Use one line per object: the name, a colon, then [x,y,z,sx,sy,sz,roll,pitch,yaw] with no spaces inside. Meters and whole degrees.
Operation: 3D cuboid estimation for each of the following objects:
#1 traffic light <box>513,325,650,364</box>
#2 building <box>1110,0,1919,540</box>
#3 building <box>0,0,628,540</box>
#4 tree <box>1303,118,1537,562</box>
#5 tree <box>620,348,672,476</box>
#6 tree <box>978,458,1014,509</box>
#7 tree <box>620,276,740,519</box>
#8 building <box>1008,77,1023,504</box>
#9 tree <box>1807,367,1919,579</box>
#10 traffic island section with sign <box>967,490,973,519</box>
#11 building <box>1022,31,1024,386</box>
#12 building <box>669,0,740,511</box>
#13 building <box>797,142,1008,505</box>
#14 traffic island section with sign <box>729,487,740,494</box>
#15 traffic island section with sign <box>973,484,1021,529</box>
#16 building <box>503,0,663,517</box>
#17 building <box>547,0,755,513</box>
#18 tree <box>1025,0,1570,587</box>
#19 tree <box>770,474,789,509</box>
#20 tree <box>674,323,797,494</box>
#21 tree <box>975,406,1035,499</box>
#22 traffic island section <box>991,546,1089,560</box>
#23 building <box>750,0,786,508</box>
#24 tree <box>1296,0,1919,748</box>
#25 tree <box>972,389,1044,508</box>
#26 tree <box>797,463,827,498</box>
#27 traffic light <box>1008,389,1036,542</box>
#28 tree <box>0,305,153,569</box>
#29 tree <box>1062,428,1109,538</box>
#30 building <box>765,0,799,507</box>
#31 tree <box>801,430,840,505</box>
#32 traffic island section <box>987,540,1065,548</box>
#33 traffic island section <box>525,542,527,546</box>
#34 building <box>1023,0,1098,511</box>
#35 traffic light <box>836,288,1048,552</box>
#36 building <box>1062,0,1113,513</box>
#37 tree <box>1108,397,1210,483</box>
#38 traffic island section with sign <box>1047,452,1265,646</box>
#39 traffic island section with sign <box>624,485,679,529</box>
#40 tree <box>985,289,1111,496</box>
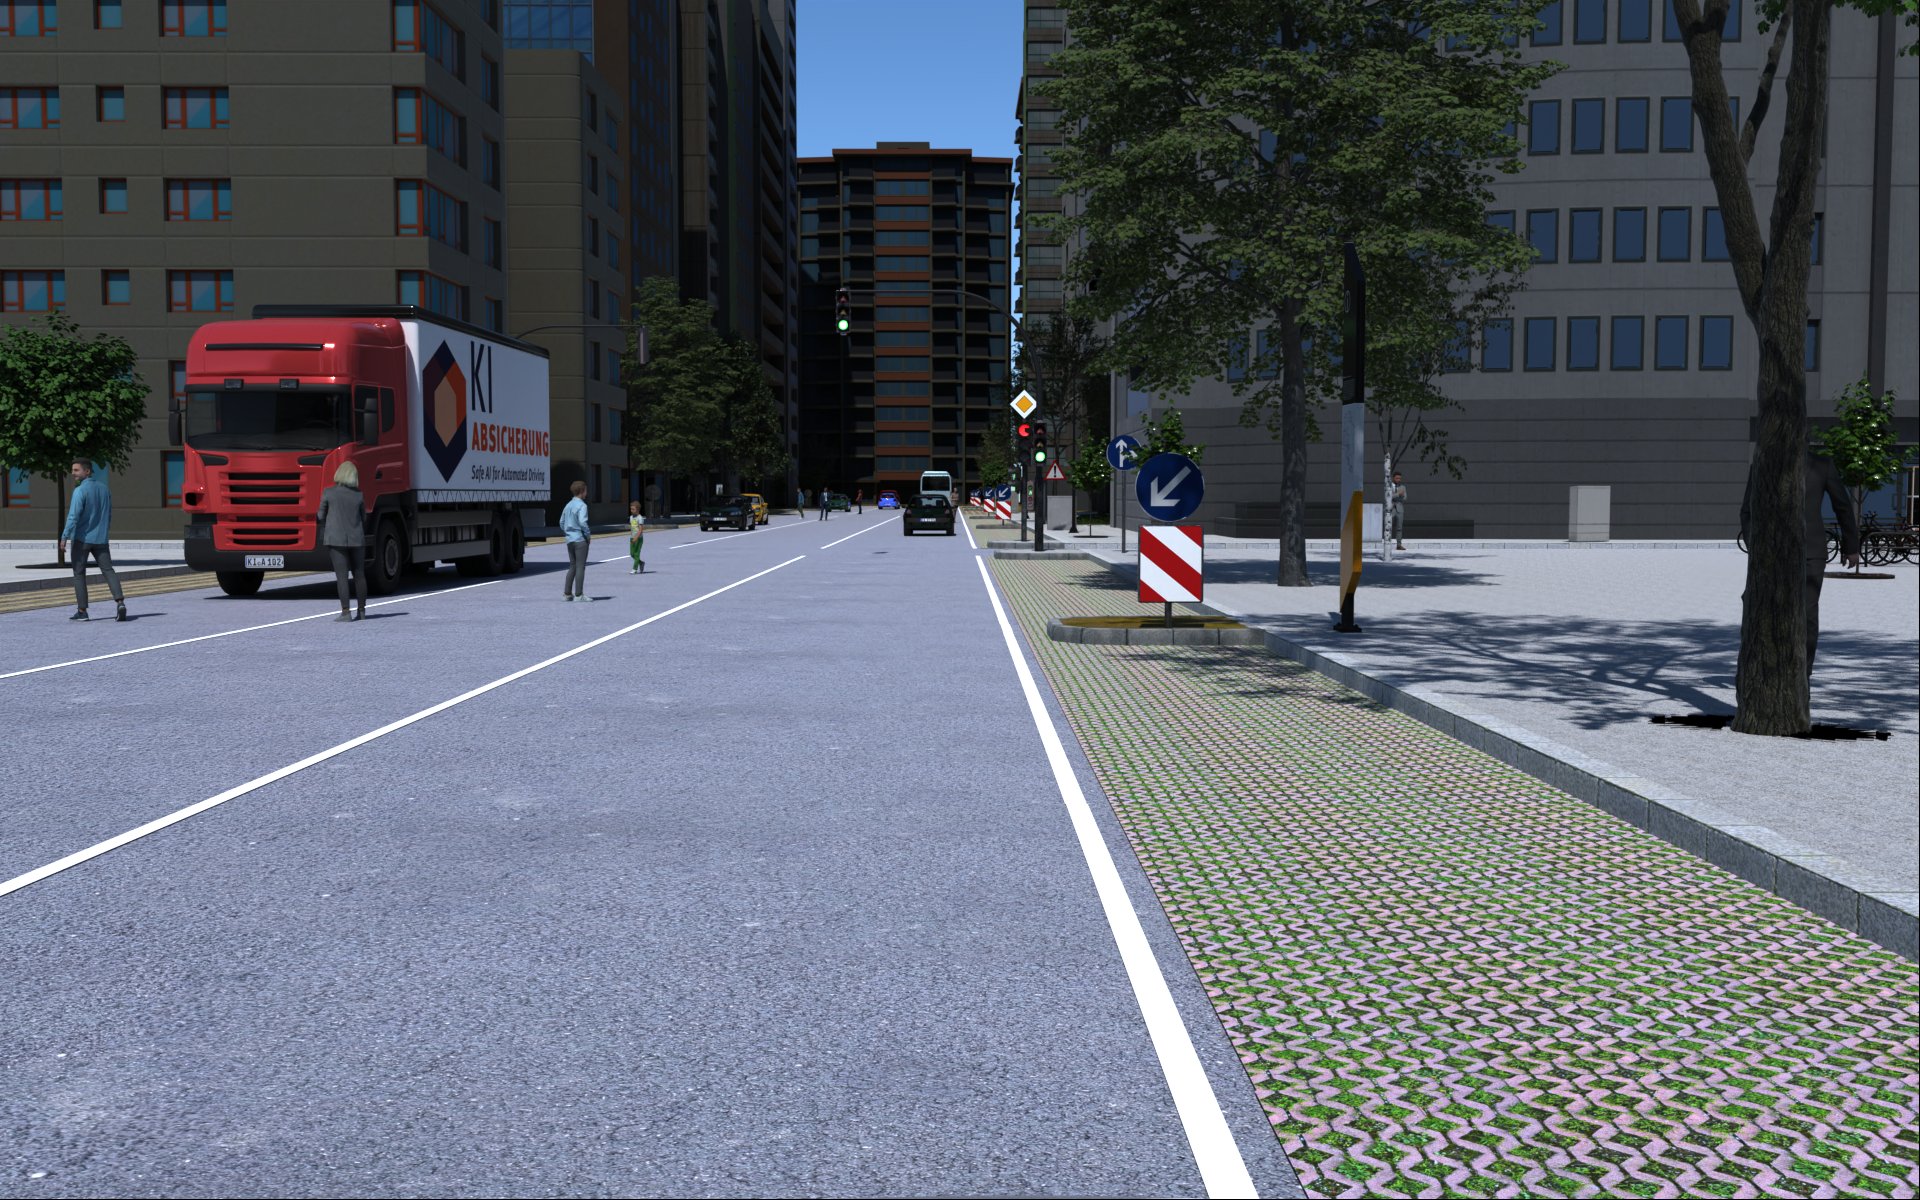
traffic light: [-10.761,-4.400,46.607,4.771,5.953,1.251,0,4,0]
building: [19.984,-31.514,57.257,28.212,58.520,21.231,0,4,0]
building: [-28.575,-13.275,62.090,27.650,21.520,28.899,0,4,0]
tree: [8.246,-5.020,32.435,4.360,8.622,3.978,0,3,0]
tree: [-16.067,-8.083,82.523,4.360,8.622,3.978,0,3,0]
tree: [3.221,-10.391,153.614,4.285,4.588,4.351,0,3,0]
tree: [-15.384,-10.565,90.860,7.486,12.596,7.792,0,3,0]
building: [16.889,-32.187,180.885,22.147,44.769,28.867,0,4,0]
tree: [13.901,-1.950,26.483,1.663,3.219,1.824,0,3,0]
traffic island section with sign: [1.538,-5.557,99.487,1.989,1.847,2.006,0,4,0]
building: [16.691,-32.519,155.393,21.300,48.544,21.600,0,4,0]
building: [-24.477,-27.258,129.264,14.154,41.232,14.086,0,4,0]
building: [-7.752,-34.468,218.177,28.867,44.769,22.147,0,4,0]
traffic island section with sign: [-12.777,-5.482,98.257,1.989,1.847,2.006,0,4,0]
traffic island section with sign: [1.658,-3.836,71.351,1.989,1.847,2.006,0,4,0]
building: [-25.044,-27.624,101.761,14.600,45.320,14.200,0,4,0]
building: [-24.763,-30.162,143.254,14.600,45.320,14.200,0,4,0]
tree: [4.361,-6.443,23.471,7.486,12.596,7.792,0,3,0]
tree: [-15.752,-9.563,150.962,1.663,3.219,1.824,0,3,0]
tree: [-15.750,-12.212,116.672,9.611,12.733,9.660,0,3,0]
tree: [3.948,-10.820,127.276,4.737,8.622,4.395,0,3,0]
traffic island section: [1.782,-1.008,38.768,2.009,0.180,2.903,0,4,0]
building: [-28.013,-32.869,161.109,21.300,48.544,21.600,0,4,0]
tree: [4.207,-5.091,9.001,9.928,11.665,9.643,0,3,0]
tree: [3.722,-10.171,116.652,4.360,8.622,3.978,0,3,0]
tree: [-15.549,-12.154,182.434,4.285,4.588,4.351,0,3,0]
traffic light: [1.709,-3.530,46.639,0.839,4.253,0.868,0,4,0]
tree: [-15.766,-2.842,30.181,4.285,4.588,4.351,0,3,0]
tree: [3.813,-3.457,51.120,1.663,3.219,1.824,0,3,0]
building: [-31.749,-39.297,184.509,28.212,58.520,21.231,0,4,0]
tree: [-16.038,-15.199,198.872,4.360,8.622,3.978,0,3,0]
traffic island section: [1.749,-1.497,46.753,2.009,0.180,2.903,0,4,0]
traffic island section: [-12.892,-1.493,46.698,2.009,0.180,2.903,0,4,0]
building: [11.989,-27.779,137.787,14.154,41.232,14.086,0,4,0]
traffic light: [-0.350,-3.904,38.504,4.771,5.953,1.251,0,4,0]
building: [19.980,-31.094,97.622,28.713,52.752,27.495,0,4,0]
tree: [4.255,-2.451,34.674,1.663,3.219,1.824,0,3,0]
traffic island section with sign: [1.882,-0.525,17.209,1.989,1.847,2.006,0,4,0]
traffic island section with sign: [-12.662,-3.833,71.302,1.989,1.847,2.006,0,4,0]
tree: [4.568,-8.827,78.727,7.601,10.594,8.767,1,4,13]
